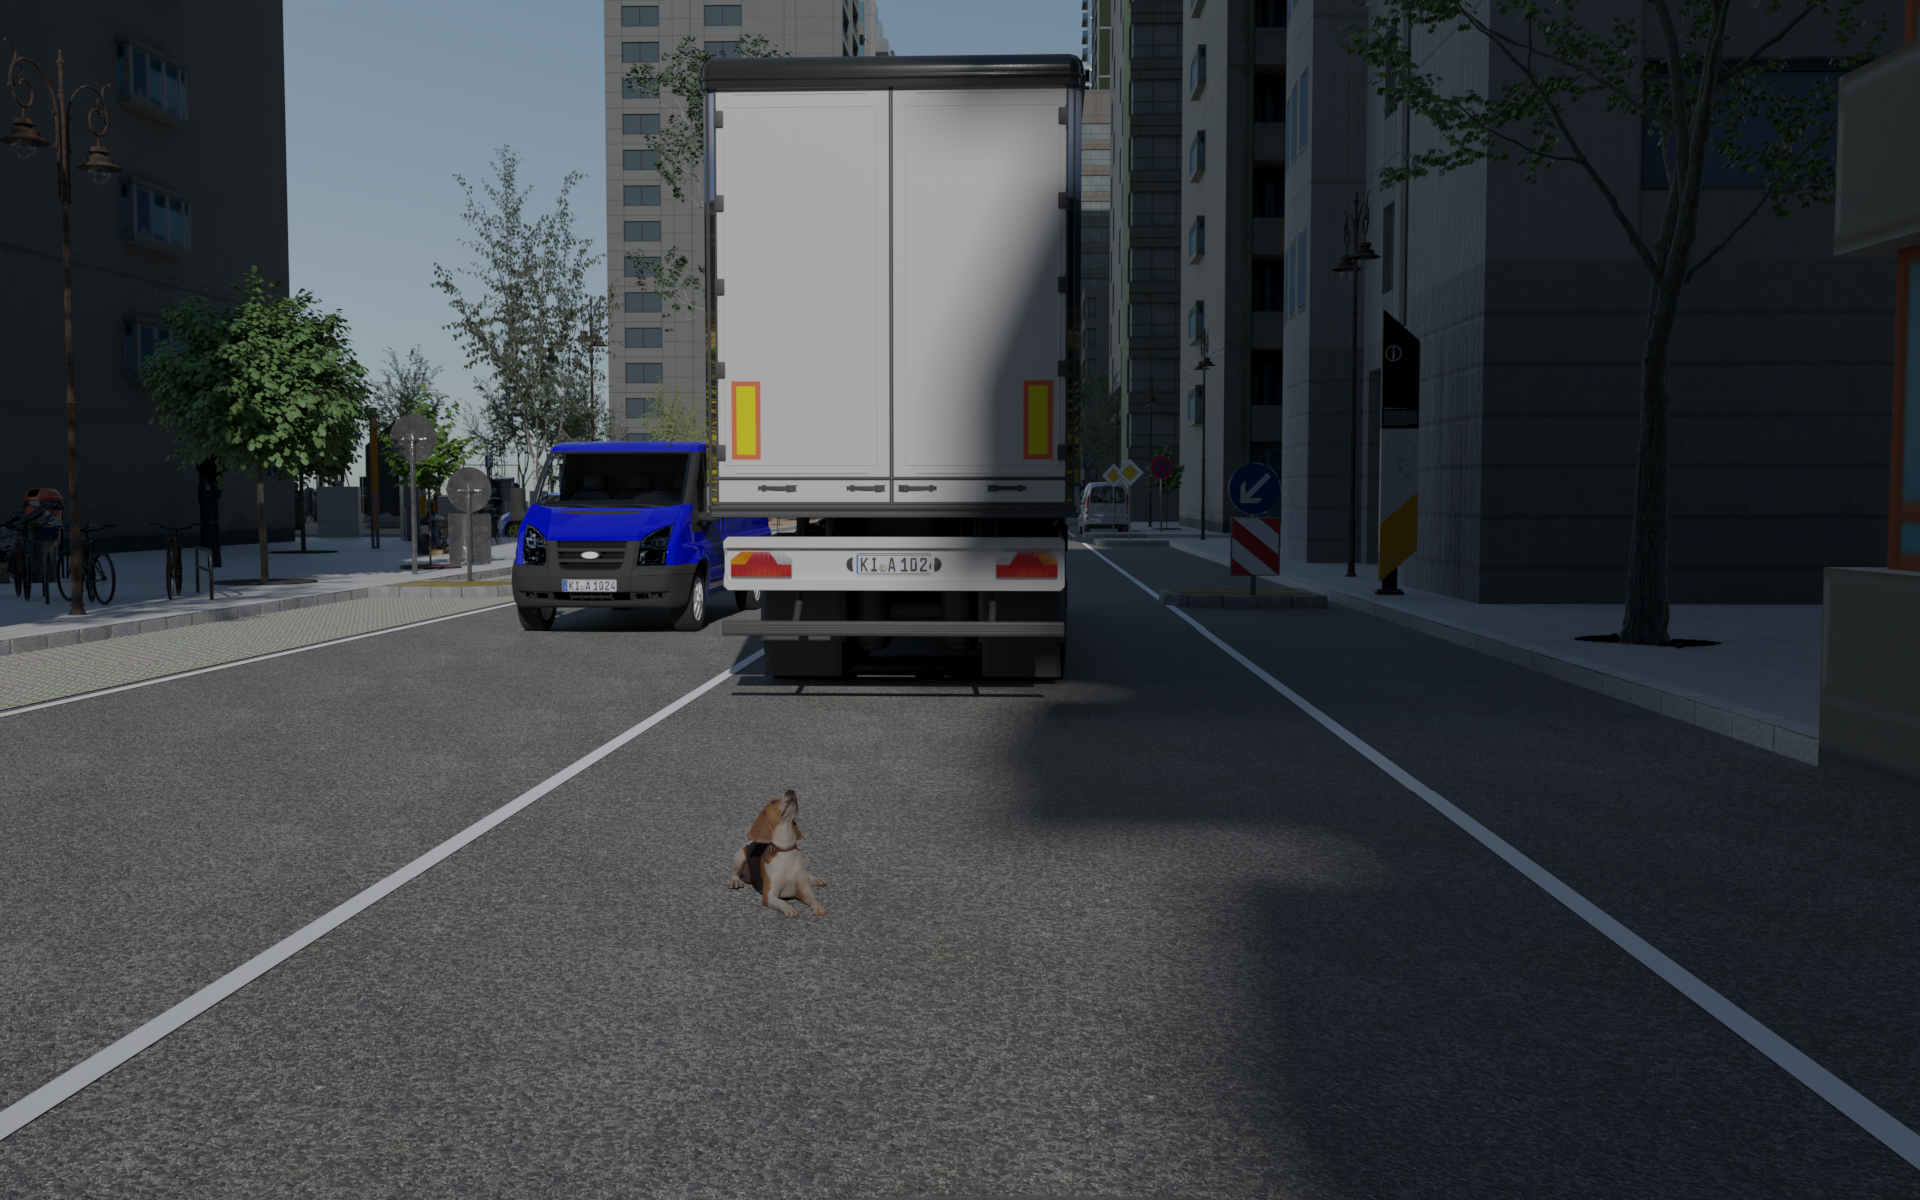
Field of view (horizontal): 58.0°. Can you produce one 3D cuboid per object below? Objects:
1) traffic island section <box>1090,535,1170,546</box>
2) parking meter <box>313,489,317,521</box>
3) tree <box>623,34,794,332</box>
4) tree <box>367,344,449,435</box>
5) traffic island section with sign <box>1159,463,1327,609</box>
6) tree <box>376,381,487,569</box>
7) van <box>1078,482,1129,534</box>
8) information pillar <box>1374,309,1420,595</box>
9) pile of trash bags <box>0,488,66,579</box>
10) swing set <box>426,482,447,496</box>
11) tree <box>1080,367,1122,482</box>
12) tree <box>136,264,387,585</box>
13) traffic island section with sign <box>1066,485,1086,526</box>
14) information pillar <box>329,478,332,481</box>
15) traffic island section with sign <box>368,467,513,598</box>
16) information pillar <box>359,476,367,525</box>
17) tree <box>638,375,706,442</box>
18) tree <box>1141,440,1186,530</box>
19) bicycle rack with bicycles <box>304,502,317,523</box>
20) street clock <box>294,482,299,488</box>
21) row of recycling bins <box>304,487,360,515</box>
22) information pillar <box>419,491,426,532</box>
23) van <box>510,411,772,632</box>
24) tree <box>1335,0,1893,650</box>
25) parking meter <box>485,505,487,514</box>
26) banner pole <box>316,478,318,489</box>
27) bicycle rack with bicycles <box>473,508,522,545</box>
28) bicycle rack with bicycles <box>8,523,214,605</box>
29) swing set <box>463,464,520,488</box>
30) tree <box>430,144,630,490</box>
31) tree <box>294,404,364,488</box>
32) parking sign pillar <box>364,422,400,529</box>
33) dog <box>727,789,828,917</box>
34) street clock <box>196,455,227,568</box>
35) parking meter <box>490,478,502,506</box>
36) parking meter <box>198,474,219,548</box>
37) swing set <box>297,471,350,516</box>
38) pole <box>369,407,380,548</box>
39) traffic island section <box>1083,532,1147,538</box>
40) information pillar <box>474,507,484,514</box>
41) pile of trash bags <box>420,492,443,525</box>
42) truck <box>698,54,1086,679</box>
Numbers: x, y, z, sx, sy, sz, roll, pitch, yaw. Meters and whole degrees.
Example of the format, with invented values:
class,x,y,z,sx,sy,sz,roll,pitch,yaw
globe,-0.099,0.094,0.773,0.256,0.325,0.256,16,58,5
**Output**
class,x,y,z,sx,sy,sz,roll,pitch,yaw
traffic island section,4.817,-1.634,48.998,2.009,0.180,2.903,0,4,2
parking meter,-30.121,-4.450,81.173,0.372,1.533,0.369,0,3,0
tree,-7.391,-13.081,69.770,12.611,20.169,13.585,0,3,0
tree,-27.026,-8.182,84.131,4.737,8.622,4.395,0,3,0
traffic island section with sign,3.639,-0.857,22.643,1.989,1.847,2.006,0,4,2
tree,-9.290,-2.159,29.907,1.663,3.219,1.824,0,3,0
van,5.097,-3.324,61.358,2.013,2.044,4.112,0,4,1
information pillar,5.558,-1.873,21.979,0.504,3.616,0.183,0,4,3
pile of trash bags,-14.974,-1.051,26.930,3.447,1.369,1.912,2,4,33
swing set,-34.394,-7.294,116.881,2.862,2.851,3.119,1,4,16
tree,8.308,-9.120,99.480,4.360,8.622,3.978,0,3,0
tree,-10.069,-2.522,24.953,4.285,4.588,4.351,0,3,0
traffic island section with sign,5.484,-4.346,79.686,1.989,1.847,2.006,0,4,2
information pillar,-48.218,-8.635,132.534,0.183,3.616,0.504,1,4,19
traffic island section with sign,-7.119,-0.981,24.674,1.989,1.847,2.006,0,4,2
information pillar,-24.732,-4.127,71.962,0.304,2.012,0.304,3,5,44
tree,-17.943,-9.658,108.273,4.737,8.622,4.395,0,3,0
tree,7.327,-4.149,62.442,1.663,3.219,1.824,0,3,0
bicycle rack with bicycles,-28.939,-3.895,77.063,2.925,0.926,2.852,2,4,34
street clock,-39.299,-5.976,102.279,0.358,2.002,0.471,3,4,38
row of recycling bins,-37.954,-5.982,104.917,3.534,1.692,1.069,-2,4,-30
information pillar,-18.442,-4.133,58.925,0.504,3.616,0.183,0,4,-6
van,-3.524,-0.945,19.830,2.240,2.365,5.245,0,4,4
tree,6.015,-5.423,14.427,9.928,11.665,9.643,0,3,0
parking meter,-27.684,-5.701,101.622,0.372,1.533,0.369,0,3,0
banner pole,-46.990,-8.403,127.410,0.863,3.779,0.401,0,4,4
bicycle rack with bicycles,-11.319,-1.825,43.220,2.852,0.926,2.925,0,4,5
bicycle rack with bicycles,-10.295,-0.471,21.087,2.852,0.926,2.925,-2,4,-28
swing set,-24.688,-5.755,91.716,3.119,2.851,2.862,-1,4,-9
tree,-8.994,-5.277,36.643,4.360,8.622,3.978,0,3,0
tree,-27.909,-7.367,70.815,4.737,8.622,4.395,0,3,0
parking sign pillar,-21.550,-4.666,64.760,1.447,3.967,1.447,1,4,17
dog,-0.600,0.854,6.237,0.550,0.427,0.748,1,4,22
street clock,-13.033,-1.569,30.230,0.471,2.002,0.358,-1,4,-9
parking meter,-17.059,-3.547,63.709,0.399,1.863,0.255,0,4,7
parking meter,-17.476,-2.114,40.273,0.399,1.863,0.255,-3,4,-37
swing set,-24.580,-4.142,65.347,3.119,2.851,2.862,1,4,13
pole,-13.813,-2.874,40.839,0.158,3.312,0.155,0,3,0
traffic island section,5.075,-2.122,56.979,2.009,0.180,2.903,0,4,2
information pillar,-18.759,-3.853,67.485,0.304,2.012,0.304,-3,4,-38
pile of trash bags,-23.439,-4.173,77.979,1.912,1.369,3.447,1,4,19
truck,-0.169,-1.700,16.716,2.839,4.237,11.283,0,4,3
